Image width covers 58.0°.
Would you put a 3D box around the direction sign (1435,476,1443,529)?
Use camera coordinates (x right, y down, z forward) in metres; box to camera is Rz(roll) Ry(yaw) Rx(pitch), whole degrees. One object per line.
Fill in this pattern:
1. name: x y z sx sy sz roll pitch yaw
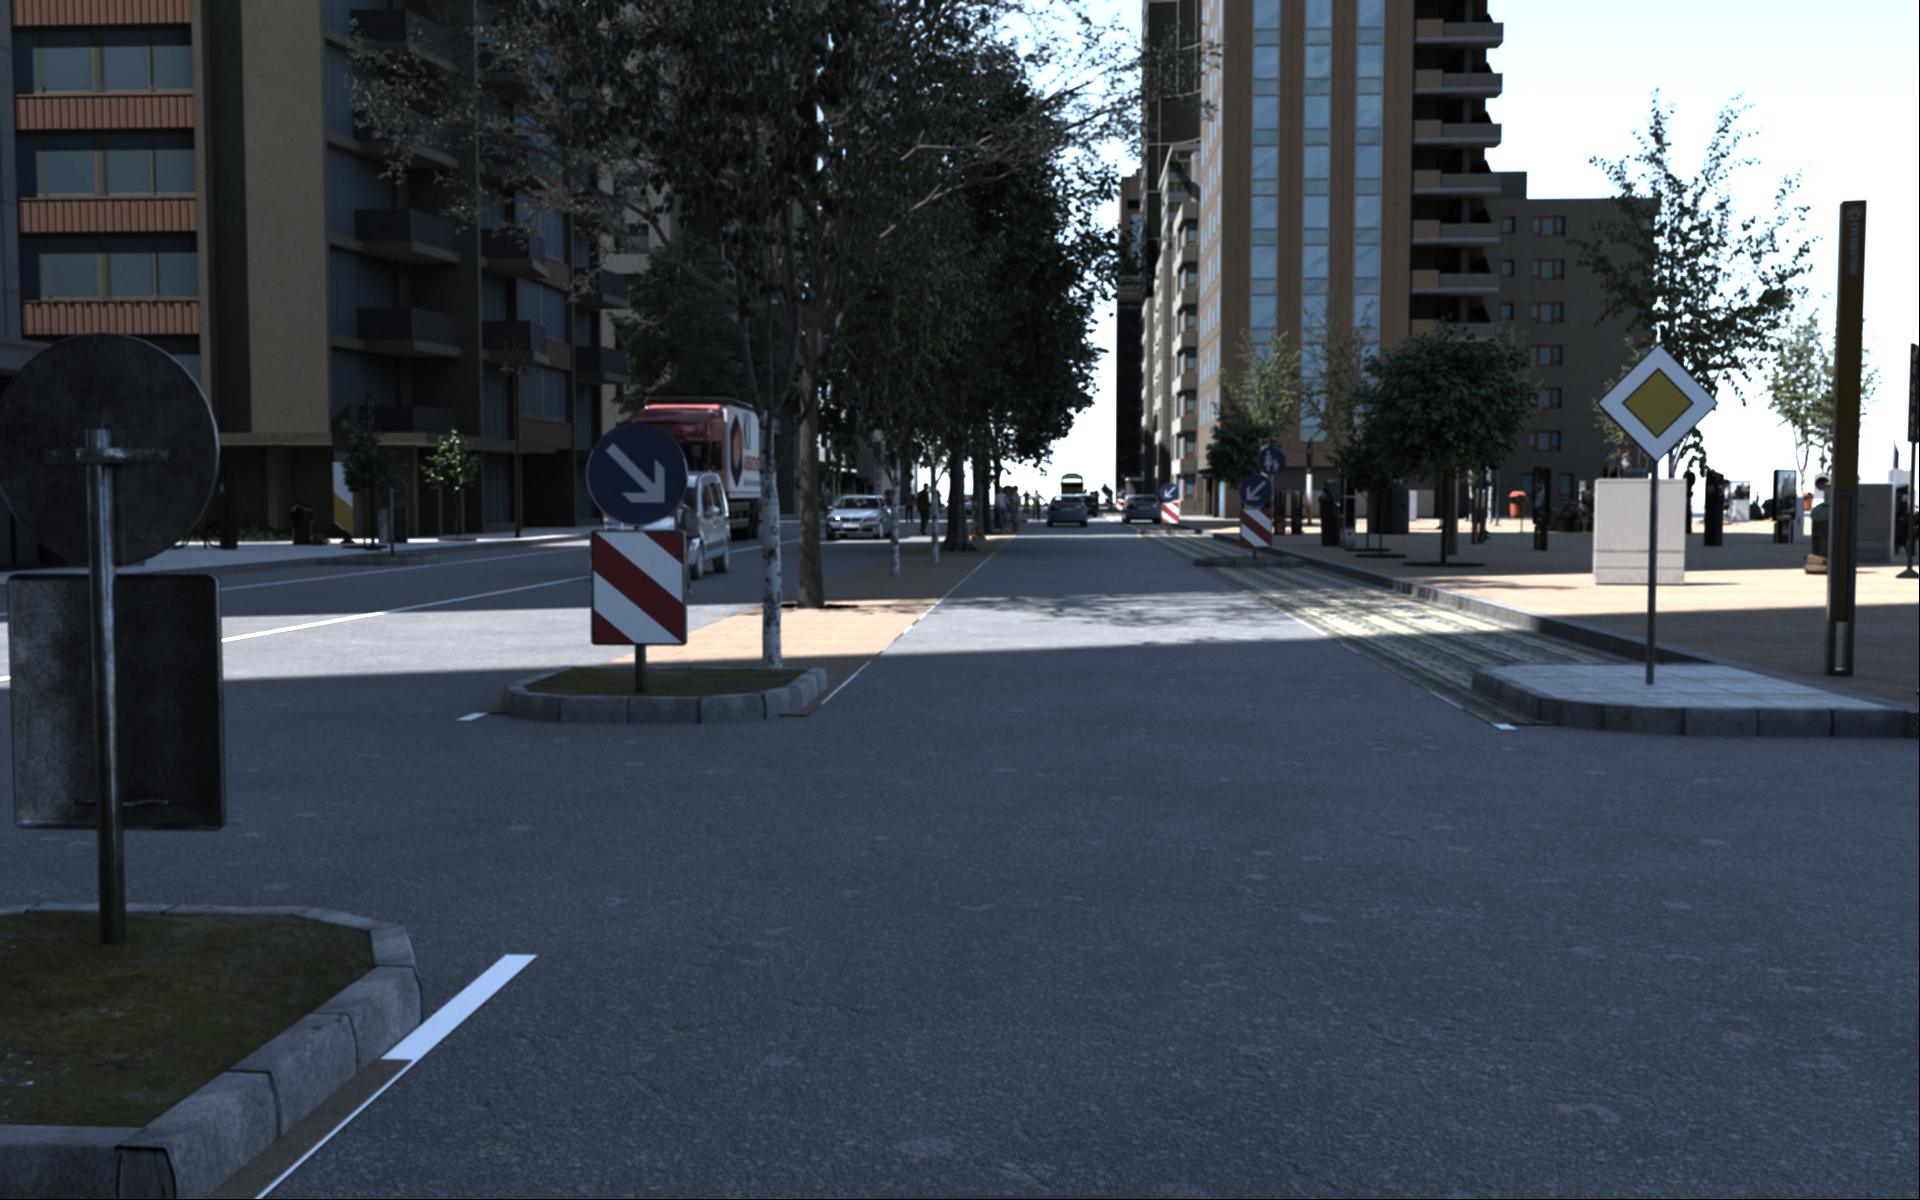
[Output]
1. direction sign: 17.618 -4.365 63.372 0.876 3.537 0.379 0 4 3

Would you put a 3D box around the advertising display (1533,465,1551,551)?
1. advertising display: 13.235 -2.092 39.421 0.123 1.923 0.974 0 4 3

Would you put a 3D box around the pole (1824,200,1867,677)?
1. pole: 6.221 -1.121 12.164 0.158 3.312 0.155 0 3 0

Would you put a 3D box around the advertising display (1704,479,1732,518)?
1. advertising display: 32.594 -4.242 74.578 0.974 1.923 0.123 2 4 31

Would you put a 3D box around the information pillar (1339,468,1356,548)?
1. information pillar: 9.268 -2.255 41.369 0.304 2.012 0.304 0 4 -7

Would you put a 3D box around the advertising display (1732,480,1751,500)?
1. advertising display: 36.888 -4.696 81.990 0.974 1.923 0.123 0 4 4

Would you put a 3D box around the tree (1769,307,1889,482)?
1. tree: 34.060 -7.161 67.451 4.360 8.622 3.978 0 3 0

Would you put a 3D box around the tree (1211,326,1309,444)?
1. tree: 13.127 -7.627 75.062 4.737 8.622 4.395 0 3 0

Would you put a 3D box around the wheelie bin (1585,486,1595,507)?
1. wheelie bin: 24.421 -3.597 66.723 0.693 1.594 0.980 -2 4 -24

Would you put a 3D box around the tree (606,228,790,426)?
1. tree: -12.262 -10.785 82.986 9.857 13.997 8.962 0 3 0

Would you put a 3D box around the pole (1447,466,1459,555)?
1. pole: 10.391 -2.606 36.452 0.158 3.312 0.155 0 3 0

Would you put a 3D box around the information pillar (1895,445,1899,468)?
1. information pillar: 43.951 -5.505 81.369 0.183 3.616 0.504 1 4 11

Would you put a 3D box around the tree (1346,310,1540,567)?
1. tree: 8.637 -2.897 31.078 4.285 4.588 4.351 0 3 0

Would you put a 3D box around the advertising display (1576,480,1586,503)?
1. advertising display: 29.540 -4.721 82.403 0.123 1.923 0.974 3 5 39

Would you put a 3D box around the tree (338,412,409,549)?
1. tree: -14.216 -2.842 41.071 1.663 3.219 1.824 0 3 0

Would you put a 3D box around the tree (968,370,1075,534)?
1. tree: 1.500 -8.785 71.845 9.928 11.665 9.643 0 3 0

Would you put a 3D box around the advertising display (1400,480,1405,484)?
1. advertising display: 20.236 -4.527 79.225 0.123 1.923 0.974 0 4 6

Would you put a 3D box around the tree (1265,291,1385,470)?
1. tree: 13.680 -6.824 61.936 4.360 8.622 3.978 0 3 0

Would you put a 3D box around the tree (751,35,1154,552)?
1. tree: -0.066 -7.546 42.841 9.611 12.733 9.660 0 3 0

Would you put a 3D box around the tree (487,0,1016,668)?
1. tree: -1.492 -3.698 13.281 4.360 8.622 3.978 0 3 0

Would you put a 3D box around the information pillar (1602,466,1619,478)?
1. information pillar: 16.877 -2.476 44.970 0.304 2.012 0.304 -1 4 -11

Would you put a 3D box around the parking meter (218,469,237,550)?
1. parking meter: -16.936 -2.101 40.055 0.399 1.863 0.255 3 5 42

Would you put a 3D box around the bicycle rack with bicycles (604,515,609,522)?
1. bicycle rack with bicycles: -15.333 -4.045 79.512 2.852 0.926 2.925 1 4 18

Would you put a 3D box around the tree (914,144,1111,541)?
1. tree: 0.626 -8.044 52.105 7.486 12.596 7.792 0 3 0

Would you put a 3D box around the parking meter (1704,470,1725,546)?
1. parking meter: 18.622 -2.265 42.748 0.255 1.863 0.399 -2 4 -30

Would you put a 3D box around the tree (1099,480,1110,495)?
1. tree: 20.341 -15.143 242.191 1.663 3.219 1.824 0 3 0

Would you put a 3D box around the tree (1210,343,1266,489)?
1. tree: 14.168 -8.032 81.686 4.360 8.622 3.978 0 3 0

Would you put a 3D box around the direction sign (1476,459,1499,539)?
1. direction sign: 15.023 -3.523 49.598 0.379 3.537 0.876 -2 4 -29

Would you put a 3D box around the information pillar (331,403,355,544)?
1. information pillar: -15.926 -3.263 44.701 0.504 3.616 0.183 -3 4 -39

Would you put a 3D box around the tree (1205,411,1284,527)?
1. tree: 11.134 -5.170 68.251 4.285 4.588 4.351 0 3 0

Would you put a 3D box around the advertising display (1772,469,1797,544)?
1. advertising display: 21.458 -2.439 45.086 0.974 1.923 0.123 -3 4 -37

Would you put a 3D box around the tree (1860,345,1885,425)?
1. tree: 28.684 -6.621 58.618 4.737 8.622 4.395 0 3 0

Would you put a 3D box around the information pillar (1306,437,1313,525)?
1. information pillar: 14.502 -4.925 71.882 0.183 3.616 0.504 0 4 -6

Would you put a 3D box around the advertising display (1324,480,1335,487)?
1. advertising display: 17.050 -4.565 79.849 0.123 1.923 0.974 3 4 37

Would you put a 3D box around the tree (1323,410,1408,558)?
1. tree: 8.461 -2.488 35.286 1.663 3.219 1.824 0 3 0

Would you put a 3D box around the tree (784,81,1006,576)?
1. tree: -1.159 -4.722 30.016 4.737 8.622 4.395 0 3 0

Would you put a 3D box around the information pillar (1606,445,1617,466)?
1. information pillar: 31.233 -5.610 83.074 0.504 3.616 0.183 -1 4 -14

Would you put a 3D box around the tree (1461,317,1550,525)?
1. tree: 22.493 -7.497 72.937 4.360 8.622 3.978 0 3 0

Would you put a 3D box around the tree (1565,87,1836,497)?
1. tree: 13.473 -4.993 32.004 4.737 8.622 4.395 0 3 0

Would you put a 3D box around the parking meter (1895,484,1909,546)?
1. parking meter: 23.327 -2.116 43.007 0.372 1.533 0.369 0 3 0

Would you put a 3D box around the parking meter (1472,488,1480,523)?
1. parking meter: 22.812 -4.163 76.478 0.372 1.533 0.369 0 3 0

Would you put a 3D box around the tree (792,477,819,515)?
1. tree: -9.694 -6.961 108.419 1.663 3.219 1.824 0 3 0

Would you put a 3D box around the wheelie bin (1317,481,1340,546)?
1. wheelie bin: 9.259 -2.133 42.777 0.980 1.594 0.693 -1 4 -23

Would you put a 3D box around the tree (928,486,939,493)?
1. tree: -3.318 -14.044 224.228 1.663 3.219 1.824 0 3 0

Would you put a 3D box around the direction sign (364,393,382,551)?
1. direction sign: -13.399 -2.901 39.429 0.379 3.537 0.876 -1 4 -10

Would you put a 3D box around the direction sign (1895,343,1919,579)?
1. direction sign: 14.484 -2.099 26.316 0.379 3.537 0.876 3 4 39

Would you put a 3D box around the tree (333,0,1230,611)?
1. tree: -1.896 -6.643 21.439 12.009 13.543 11.850 0 3 0

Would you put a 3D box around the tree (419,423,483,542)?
1. tree: -13.874 -3.216 47.182 1.663 3.219 1.824 0 3 0
